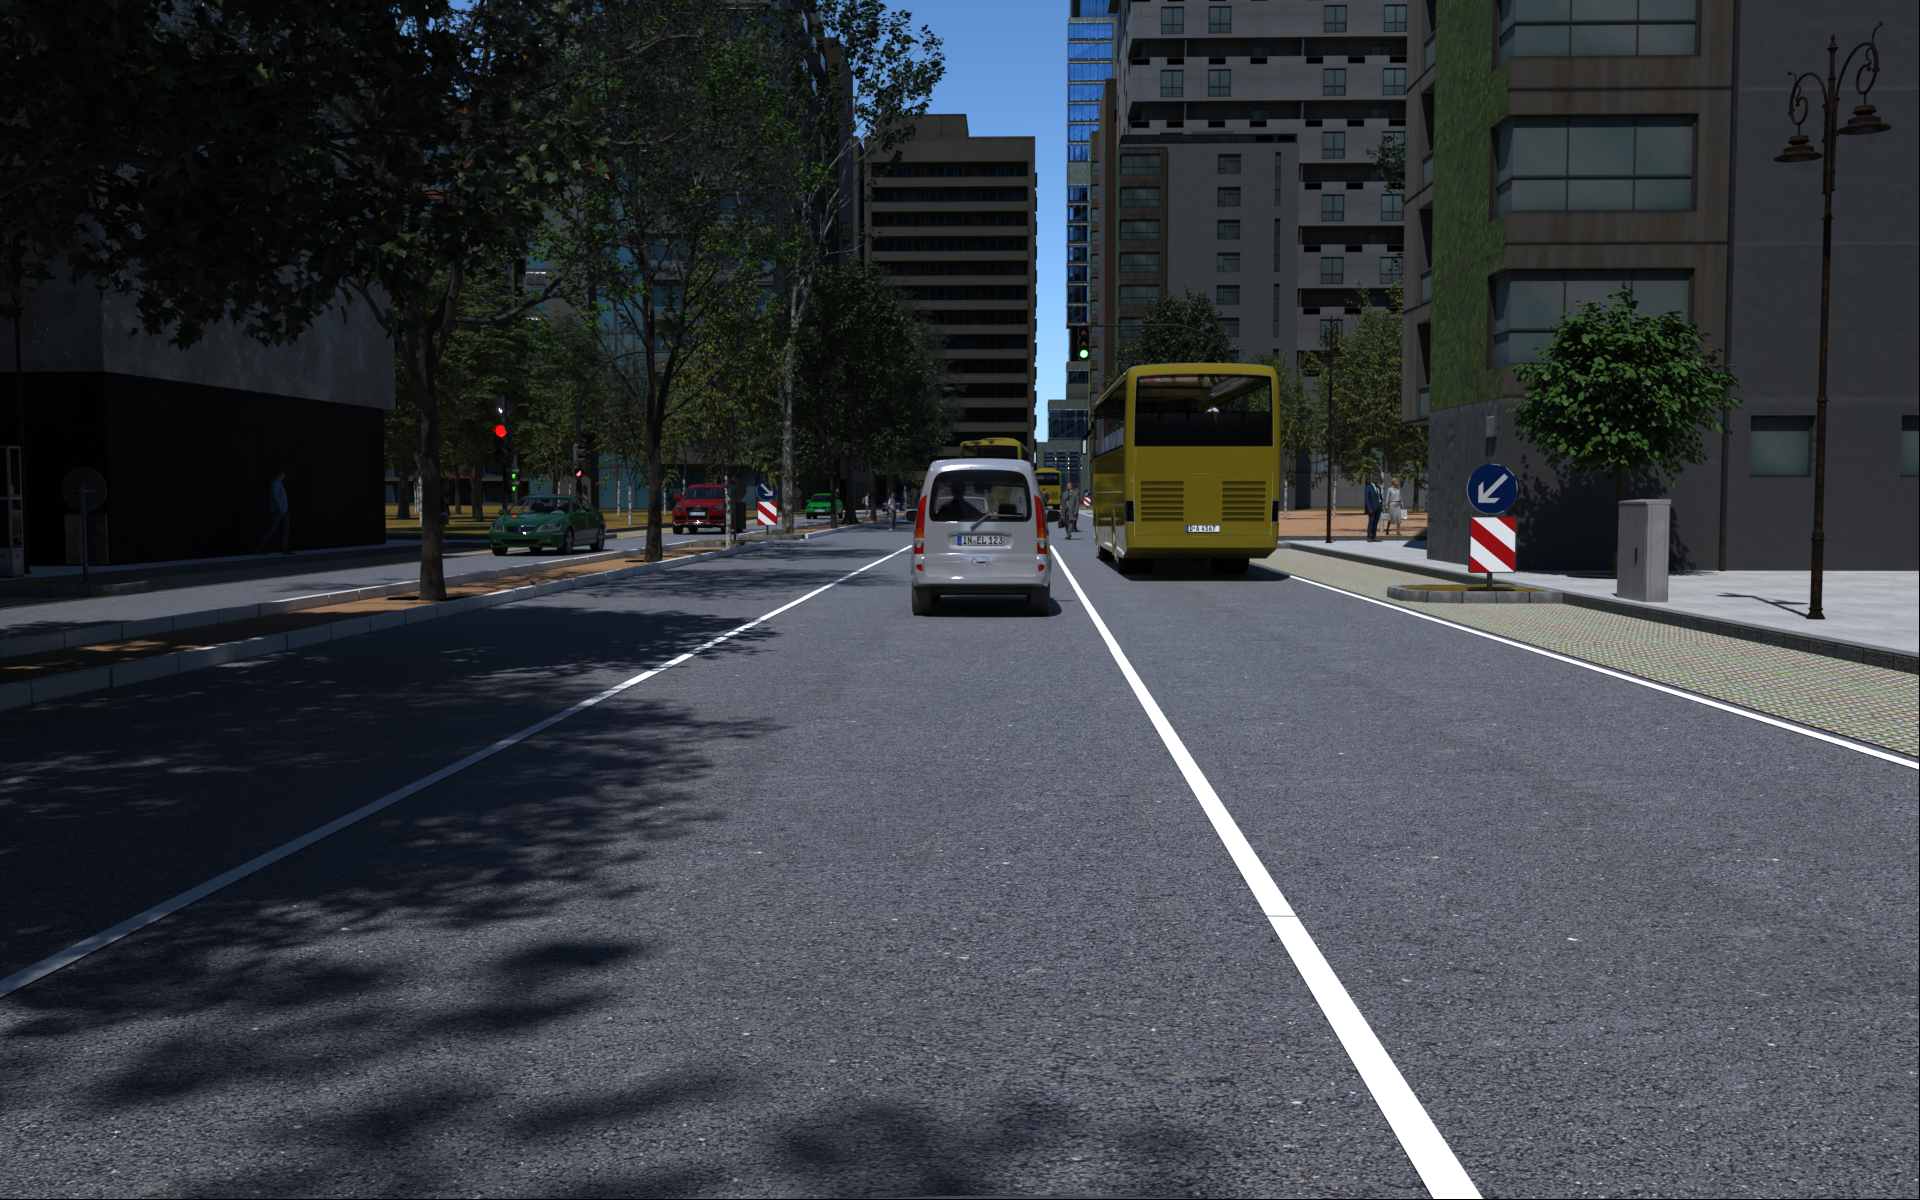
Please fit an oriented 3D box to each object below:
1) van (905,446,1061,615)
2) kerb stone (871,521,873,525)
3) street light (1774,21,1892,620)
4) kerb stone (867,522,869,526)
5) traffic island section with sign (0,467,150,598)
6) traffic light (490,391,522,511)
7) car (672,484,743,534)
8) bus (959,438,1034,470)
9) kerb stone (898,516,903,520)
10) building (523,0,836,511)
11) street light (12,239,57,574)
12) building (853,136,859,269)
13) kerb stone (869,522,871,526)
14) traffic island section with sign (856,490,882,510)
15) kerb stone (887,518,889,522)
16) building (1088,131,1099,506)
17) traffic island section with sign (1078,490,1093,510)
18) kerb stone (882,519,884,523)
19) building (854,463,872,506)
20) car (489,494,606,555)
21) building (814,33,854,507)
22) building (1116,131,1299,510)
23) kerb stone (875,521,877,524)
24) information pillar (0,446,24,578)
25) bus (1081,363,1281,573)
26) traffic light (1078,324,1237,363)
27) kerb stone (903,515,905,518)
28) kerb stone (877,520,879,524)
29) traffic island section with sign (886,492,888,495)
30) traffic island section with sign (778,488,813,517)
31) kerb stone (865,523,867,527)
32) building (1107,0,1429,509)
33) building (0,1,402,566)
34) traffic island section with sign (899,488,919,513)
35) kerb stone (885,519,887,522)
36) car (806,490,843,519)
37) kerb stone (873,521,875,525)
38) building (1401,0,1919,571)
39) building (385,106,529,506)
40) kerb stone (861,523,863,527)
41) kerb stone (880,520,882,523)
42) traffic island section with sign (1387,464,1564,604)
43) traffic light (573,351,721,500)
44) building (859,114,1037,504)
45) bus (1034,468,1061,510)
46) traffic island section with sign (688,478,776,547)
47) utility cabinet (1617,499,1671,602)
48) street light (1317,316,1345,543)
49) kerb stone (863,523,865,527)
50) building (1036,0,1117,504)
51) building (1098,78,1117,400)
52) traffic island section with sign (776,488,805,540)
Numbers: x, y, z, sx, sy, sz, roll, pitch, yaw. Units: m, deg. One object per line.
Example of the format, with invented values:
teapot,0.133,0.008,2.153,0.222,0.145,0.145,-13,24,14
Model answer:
van,0.283,-0.907,21.834,2.013,2.044,4.112,0,4,1
kerb stone,-4.147,-3.439,78.424,0.120,0.150,1.000,0,4,2
street light,8.786,-2.741,17.607,0.468,5.910,1.993,0,4,2
kerb stone,-4.209,-3.314,76.371,0.120,0.150,1.000,0,4,2
traffic island section with sign,-12.809,-0.987,24.770,1.989,1.847,2.006,0,4,2
traffic light,-12.343,-3.552,46.990,0.839,4.253,0.868,0,4,2
car,-9.159,-3.339,63.258,2.281,1.827,5.304,0,4,1
bus,1.605,-5.093,74.812,2.896,3.916,12.252,0,4,4
kerb stone,-3.465,-4.691,98.899,0.120,0.150,1.000,0,4,2
building,-23.271,-32.188,145.884,23.786,49.044,30.456,0,4,2
street light,-15.015,-3.355,27.648,0.468,5.910,1.993,0,4,2
building,-22.622,-36.721,224.083,21.600,48.544,21.300,0,4,2
kerb stone,-4.184,-3.376,77.400,0.120,0.150,1.000,0,4,2
traffic island section with sign,-8.387,-9.063,156.807,1.989,1.847,2.006,0,4,2
kerb stone,-3.841,-4.003,87.644,0.120,0.150,1.000,0,4,2
building,21.651,-31.449,197.784,14.154,41.232,14.086,0,4,2
traffic island section with sign,11.320,-9.022,156.132,1.989,1.847,2.006,0,4,2
kerb stone,-3.940,-3.814,84.576,0.120,0.150,1.000,0,4,2
building,-25.365,-21.266,192.739,28.899,21.520,27.650,0,4,2
car,-9.956,-1.850,42.052,2.131,1.459,4.920,0,4,3
building,-17.872,-31.682,168.117,14.600,45.320,14.200,0,4,2
building,19.722,-22.652,142.057,14.160,30.474,14.107,0,4,2
kerb stone,-4.077,-3.565,80.477,0.120,0.150,1.000,0,4,2
information pillar,-14.575,-1.346,26.497,0.304,2.012,0.304,0,4,5
bus,4.095,-2.602,34.091,2.896,3.916,12.252,0,4,2
traffic light,5.514,-4.379,46.269,4.771,5.953,1.251,0,4,2
kerb stone,-3.420,-4.753,99.924,0.120,0.150,1.000,0,4,2
kerb stone,-4.042,-3.625,81.498,0.120,0.150,1.000,0,4,2
traffic island section with sign,-7.483,-10.713,183.791,1.989,1.847,2.006,0,4,2
traffic island section with sign,-10.072,-5.994,106.625,1.989,1.847,2.006,0,4,2
kerb stone,-4.251,-3.250,75.350,0.120,0.150,1.000,0,4,2
building,28.746,-35.022,161.850,28.713,52.752,27.495,0,4,2
building,-23.228,-10.489,38.940,16.811,18.784,16.820,0,4,2
traffic island section with sign,-3.478,-7.432,129.655,2.006,1.907,1.989,0,4,2
kerb stone,-3.869,-3.937,86.622,0.120,0.150,1.000,0,4,2
car,-7.828,-5.596,100.289,1.959,1.807,4.718,0,4,3
kerb stone,-4.109,-3.502,79.453,0.120,0.150,1.000,0,4,2
building,16.290,-21.456,34.409,14.154,41.232,14.086,0,4,2
building,-54.422,-33.145,196.550,28.867,44.769,22.147,0,4,2
kerb stone,-4.326,-3.119,73.300,0.120,0.150,1.000,0,4,2
kerb stone,-3.978,-3.750,83.555,0.120,0.150,1.000,0,4,2
traffic island section with sign,6.887,-0.907,23.459,1.989,1.847,2.006,0,4,2
traffic light,-9.983,-4.909,54.936,4.771,5.953,1.251,0,4,2
building,-0.935,-36.729,224.225,21.600,48.544,21.300,0,4,2
bus,8.090,-10.391,161.442,2.896,3.916,12.252,0,4,2
traffic island section with sign,-6.236,-2.386,47.155,2.006,1.907,1.989,0,4,2
utility cabinet,8.266,-0.601,20.982,0.306,1.237,1.020,0,4,3
street light,9.633,-4.422,45.091,0.468,5.910,1.993,0,4,2
kerb stone,-4.280,-3.188,74.321,0.120,0.150,1.000,0,4,2
building,25.361,-55.648,222.509,31.000,86.520,22.319,0,4,2
building,21.894,-32.625,183.527,14.600,45.320,14.200,0,4,2
traffic island section with sign,-5.979,-2.839,54.558,2.006,1.907,1.989,0,4,2
